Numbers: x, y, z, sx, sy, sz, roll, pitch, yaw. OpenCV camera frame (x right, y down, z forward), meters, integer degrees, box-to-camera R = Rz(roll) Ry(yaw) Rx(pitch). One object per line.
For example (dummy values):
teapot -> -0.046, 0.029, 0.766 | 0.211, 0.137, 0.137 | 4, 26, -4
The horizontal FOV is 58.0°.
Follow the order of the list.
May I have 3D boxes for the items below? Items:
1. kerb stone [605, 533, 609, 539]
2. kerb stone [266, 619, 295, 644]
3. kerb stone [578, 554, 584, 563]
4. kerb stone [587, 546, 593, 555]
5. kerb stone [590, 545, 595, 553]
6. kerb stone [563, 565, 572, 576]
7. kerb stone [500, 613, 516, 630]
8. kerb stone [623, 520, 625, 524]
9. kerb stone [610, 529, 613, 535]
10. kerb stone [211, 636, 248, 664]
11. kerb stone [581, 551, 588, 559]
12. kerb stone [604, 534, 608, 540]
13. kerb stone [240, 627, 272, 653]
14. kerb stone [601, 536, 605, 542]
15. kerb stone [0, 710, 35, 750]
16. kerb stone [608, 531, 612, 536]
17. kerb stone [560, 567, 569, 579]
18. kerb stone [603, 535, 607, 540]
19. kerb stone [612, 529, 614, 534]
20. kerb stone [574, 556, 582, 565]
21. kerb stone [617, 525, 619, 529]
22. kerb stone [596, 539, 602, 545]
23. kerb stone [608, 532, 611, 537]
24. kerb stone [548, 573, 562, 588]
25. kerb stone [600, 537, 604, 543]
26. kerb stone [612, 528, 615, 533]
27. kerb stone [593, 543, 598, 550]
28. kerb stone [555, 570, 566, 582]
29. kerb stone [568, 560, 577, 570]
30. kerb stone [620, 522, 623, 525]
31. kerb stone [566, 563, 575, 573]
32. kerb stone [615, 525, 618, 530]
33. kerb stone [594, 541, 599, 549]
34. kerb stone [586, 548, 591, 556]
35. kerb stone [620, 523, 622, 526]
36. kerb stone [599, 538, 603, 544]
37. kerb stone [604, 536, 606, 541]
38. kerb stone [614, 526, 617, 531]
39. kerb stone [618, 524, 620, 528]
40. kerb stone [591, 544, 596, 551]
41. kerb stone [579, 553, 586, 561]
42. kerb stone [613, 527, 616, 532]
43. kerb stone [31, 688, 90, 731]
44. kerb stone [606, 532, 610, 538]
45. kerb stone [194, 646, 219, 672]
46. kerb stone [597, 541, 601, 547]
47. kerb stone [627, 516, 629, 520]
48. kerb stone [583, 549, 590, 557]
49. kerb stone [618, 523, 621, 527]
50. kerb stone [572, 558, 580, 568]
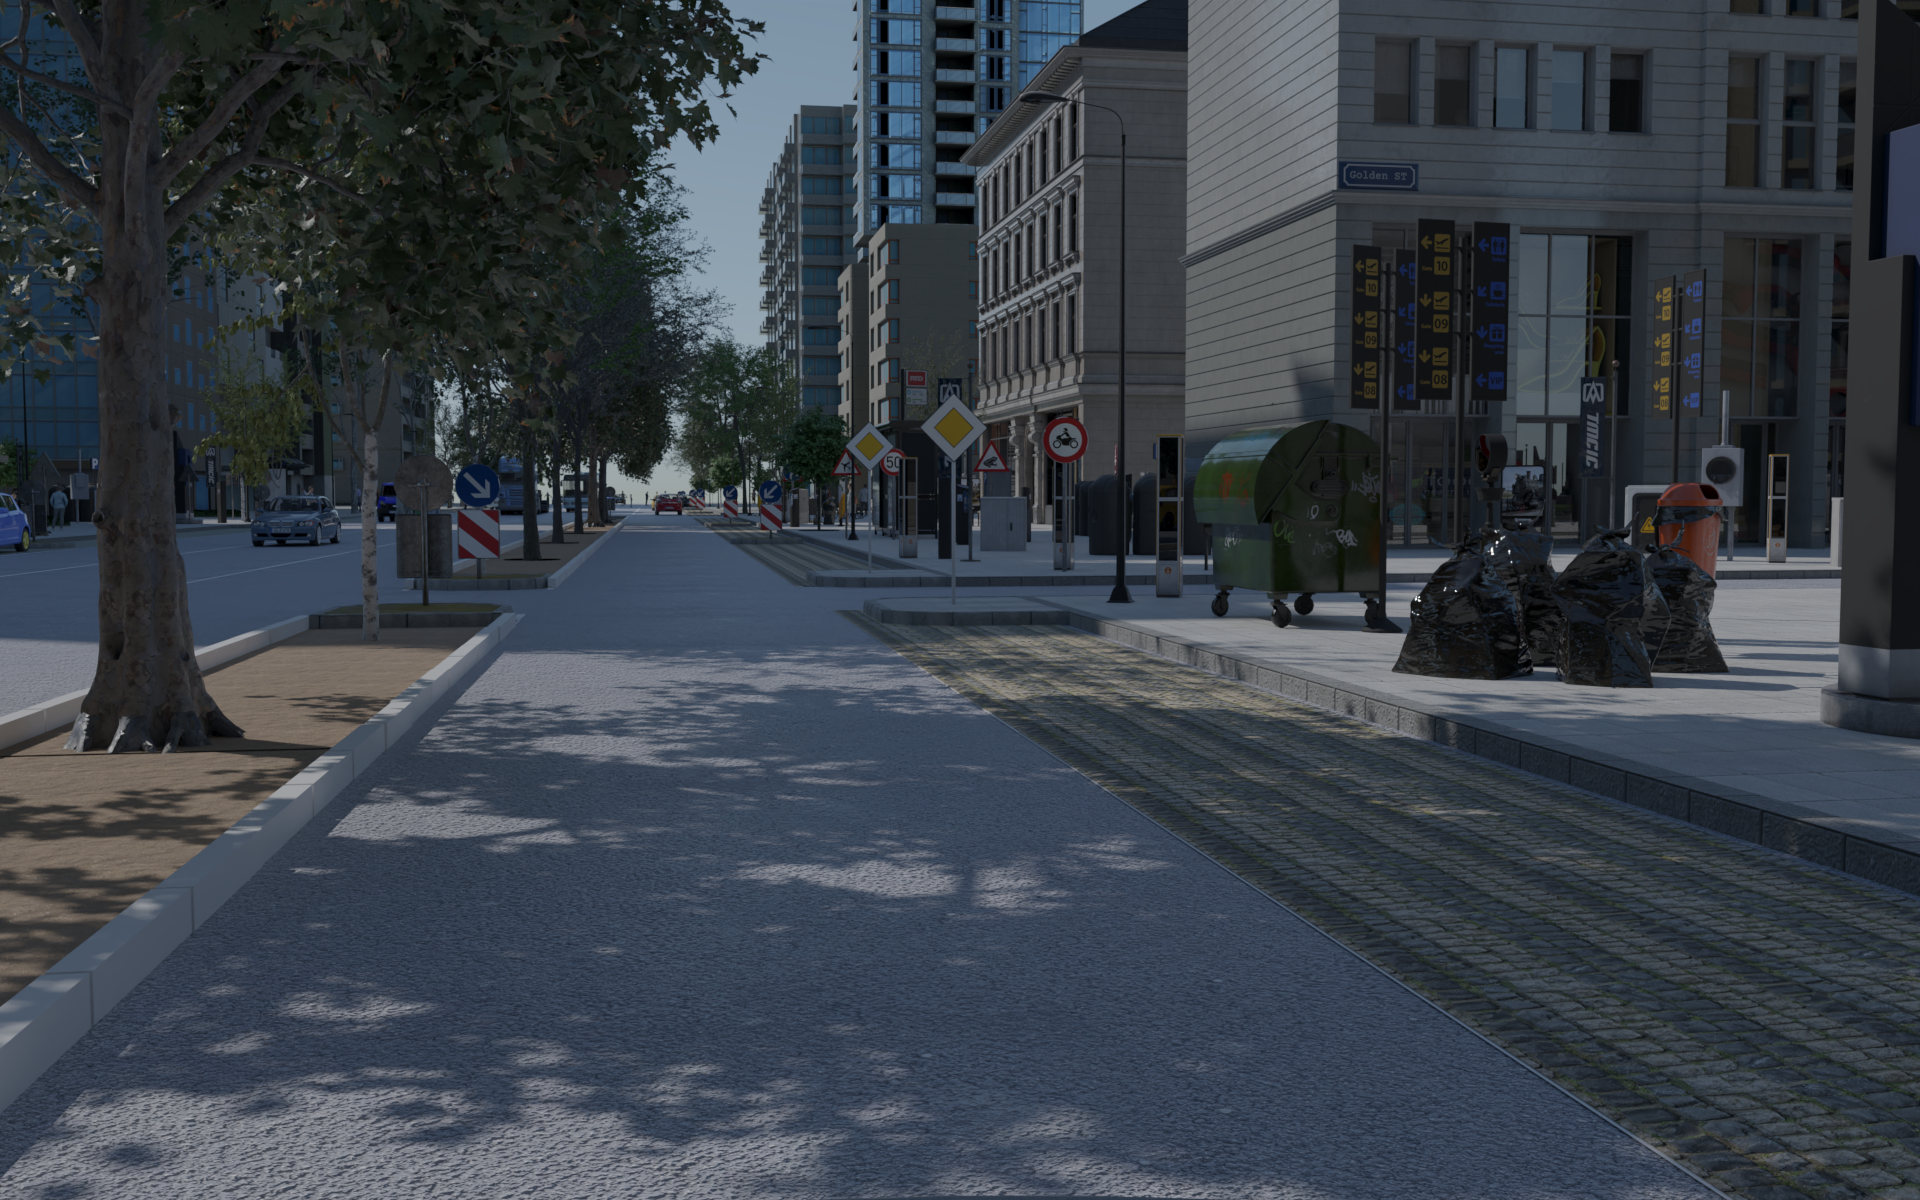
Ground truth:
kerb stone -> -10.906, -1.884, 53.075 | 0.120, 0.150, 1.000 | -1, 4, -10
kerb stone -> -6.675, 0.325, 16.886 | 0.120, 0.150, 1.000 | -1, 4, -10
kerb stone -> -7.714, -0.777, 34.893 | 0.120, 0.150, 1.000 | -1, 4, -10
kerb stone -> -8.599, -1.087, 39.961 | 0.120, 0.150, 1.000 | -1, 4, -10
kerb stone -> -8.769, -1.148, 40.968 | 0.120, 0.150, 1.000 | -1, 4, -10
kerb stone -> -6.817, -0.468, 29.845 | 0.120, 0.150, 1.000 | -1, 4, -10
kerb stone -> -4.786, 0.245, 18.260 | 0.120, 0.150, 1.000 | -1, 4, -10
kerb stone -> -15.346, -3.431, 78.327 | 0.120, 0.150, 1.000 | -1, 4, -10
kerb stone -> -11.800, -2.198, 58.125 | 0.120, 0.150, 1.000 | -1, 4, -10
kerb stone -> -6.320, 0.448, 14.870 | 0.120, 0.150, 1.000 | -1, 4, -10
kerb stone -> -8.064, -0.900, 36.915 | 0.120, 0.150, 1.000 | -1, 4, -10
kerb stone -> -10.734, -1.827, 52.067 | 0.120, 0.150, 1.000 | -1, 4, -10
kerb stone -> -6.502, 0.386, 15.879 | 0.120, 0.150, 1.000 | -1, 4, -10
kerb stone -> -10.199, -1.642, 49.045 | 0.120, 0.150, 1.000 | -1, 4, -10
kerb stone -> -5.433, 0.757, 9.830 | 0.120, 0.150, 1.000 | -1, 4, -10
kerb stone -> -11.441, -2.074, 56.101 | 0.120, 0.150, 1.000 | -1, 4, -10
kerb stone -> -6.647, -0.406, 28.836 | 0.120, 0.150, 1.000 | -1, 4, -10
kerb stone -> -10.550, -1.761, 51.062 | 0.120, 0.150, 1.000 | -1, 4, -10
kerb stone -> -11.968, -2.259, 59.133 | 0.120, 0.150, 1.000 | -1, 4, -10
kerb stone -> -7.535, -0.710, 33.886 | 0.120, 0.150, 1.000 | -1, 4, -10
kerb stone -> -13.218, -2.693, 66.219 | 0.120, 0.150, 1.000 | -1, 4, -10
kerb stone -> -9.664, -1.457, 46.016 | 0.120, 0.150, 1.000 | -1, 4, -10
kerb stone -> -11.261, -2.009, 55.095 | 0.120, 0.150, 1.000 | -1, 4, -10
kerb stone -> -6.292, -0.283, 26.823 | 0.120, 0.150, 1.000 | -1, 4, -10
kerb stone -> -10.017, -1.580, 48.031 | 0.120, 0.150, 1.000 | -1, 4, -10
kerb stone -> -12.156, -2.321, 60.142 | 0.120, 0.150, 1.000 | -1, 4, -10
kerb stone -> -9.127, -1.270, 42.989 | 0.120, 0.150, 1.000 | -1, 4, -10
kerb stone -> -6.466, -0.345, 27.830 | 0.120, 0.150, 1.000 | -1, 4, -10
kerb stone -> -7.174, -0.591, 31.864 | 0.120, 0.150, 1.000 | -1, 4, -10
kerb stone -> -14.458, -3.124, 73.286 | 0.120, 0.150, 1.000 | -1, 4, -10
kerb stone -> -6.999, -0.525, 30.856 | 0.120, 0.150, 1.000 | -1, 4, -10
kerb stone -> -13.037, -2.628, 65.206 | 0.120, 0.150, 1.000 | -1, 4, -10
kerb stone -> -9.313, -1.334, 44.002 | 0.120, 0.150, 1.000 | -1, 4, -10
kerb stone -> -8.423, -1.024, 38.938 | 0.120, 0.150, 1.000 | -1, 4, -10
kerb stone -> -14.104, -3.001, 71.263 | 0.120, 0.150, 1.000 | -1, 4, -10
kerb stone -> -9.845, -1.518, 47.022 | 0.120, 0.150, 1.000 | -1, 4, -10
kerb stone -> -10.376, -1.704, 50.055 | 0.120, 0.150, 1.000 | -1, 4, -10
kerb stone -> -12.685, -2.507, 63.178 | 0.120, 0.150, 1.000 | -1, 4, -10
kerb stone -> -13.568, -2.816, 68.234 | 0.120, 0.150, 1.000 | -1, 4, -10
kerb stone -> -8.954, -1.210, 41.978 | 0.120, 0.150, 1.000 | -1, 4, -10
kerb stone -> -7.882, -0.836, 35.910 | 0.120, 0.150, 1.000 | -1, 4, -10
kerb stone -> -12.498, -2.444, 62.162 | 0.120, 0.150, 1.000 | -1, 4, -10
kerb stone -> -5.613, 0.694, 10.842 | 0.120, 0.150, 1.000 | -1, 4, -10
kerb stone -> -11.083, -1.950, 54.082 | 0.120, 0.150, 1.000 | -1, 4, -10
kerb stone -> -6.139, 0.510, 13.864 | 0.120, 0.150, 1.000 | -1, 4, -10
kerb stone -> -9.473, -1.390, 45.012 | 0.120, 0.150, 1.000 | -1, 4, -10
kerb stone -> -17.482, -4.176, 90.465 | 0.120, 0.150, 1.000 | -1, 4, -10
kerb stone -> -8.250, -0.962, 37.931 | 0.120, 0.150, 1.000 | -1, 4, -10
kerb stone -> -13.746, -2.876, 69.246 | 0.120, 0.150, 1.000 | -1, 4, -10
kerb stone -> -7.355, -0.649, 32.877 | 0.120, 0.150, 1.000 | -1, 4, -10
